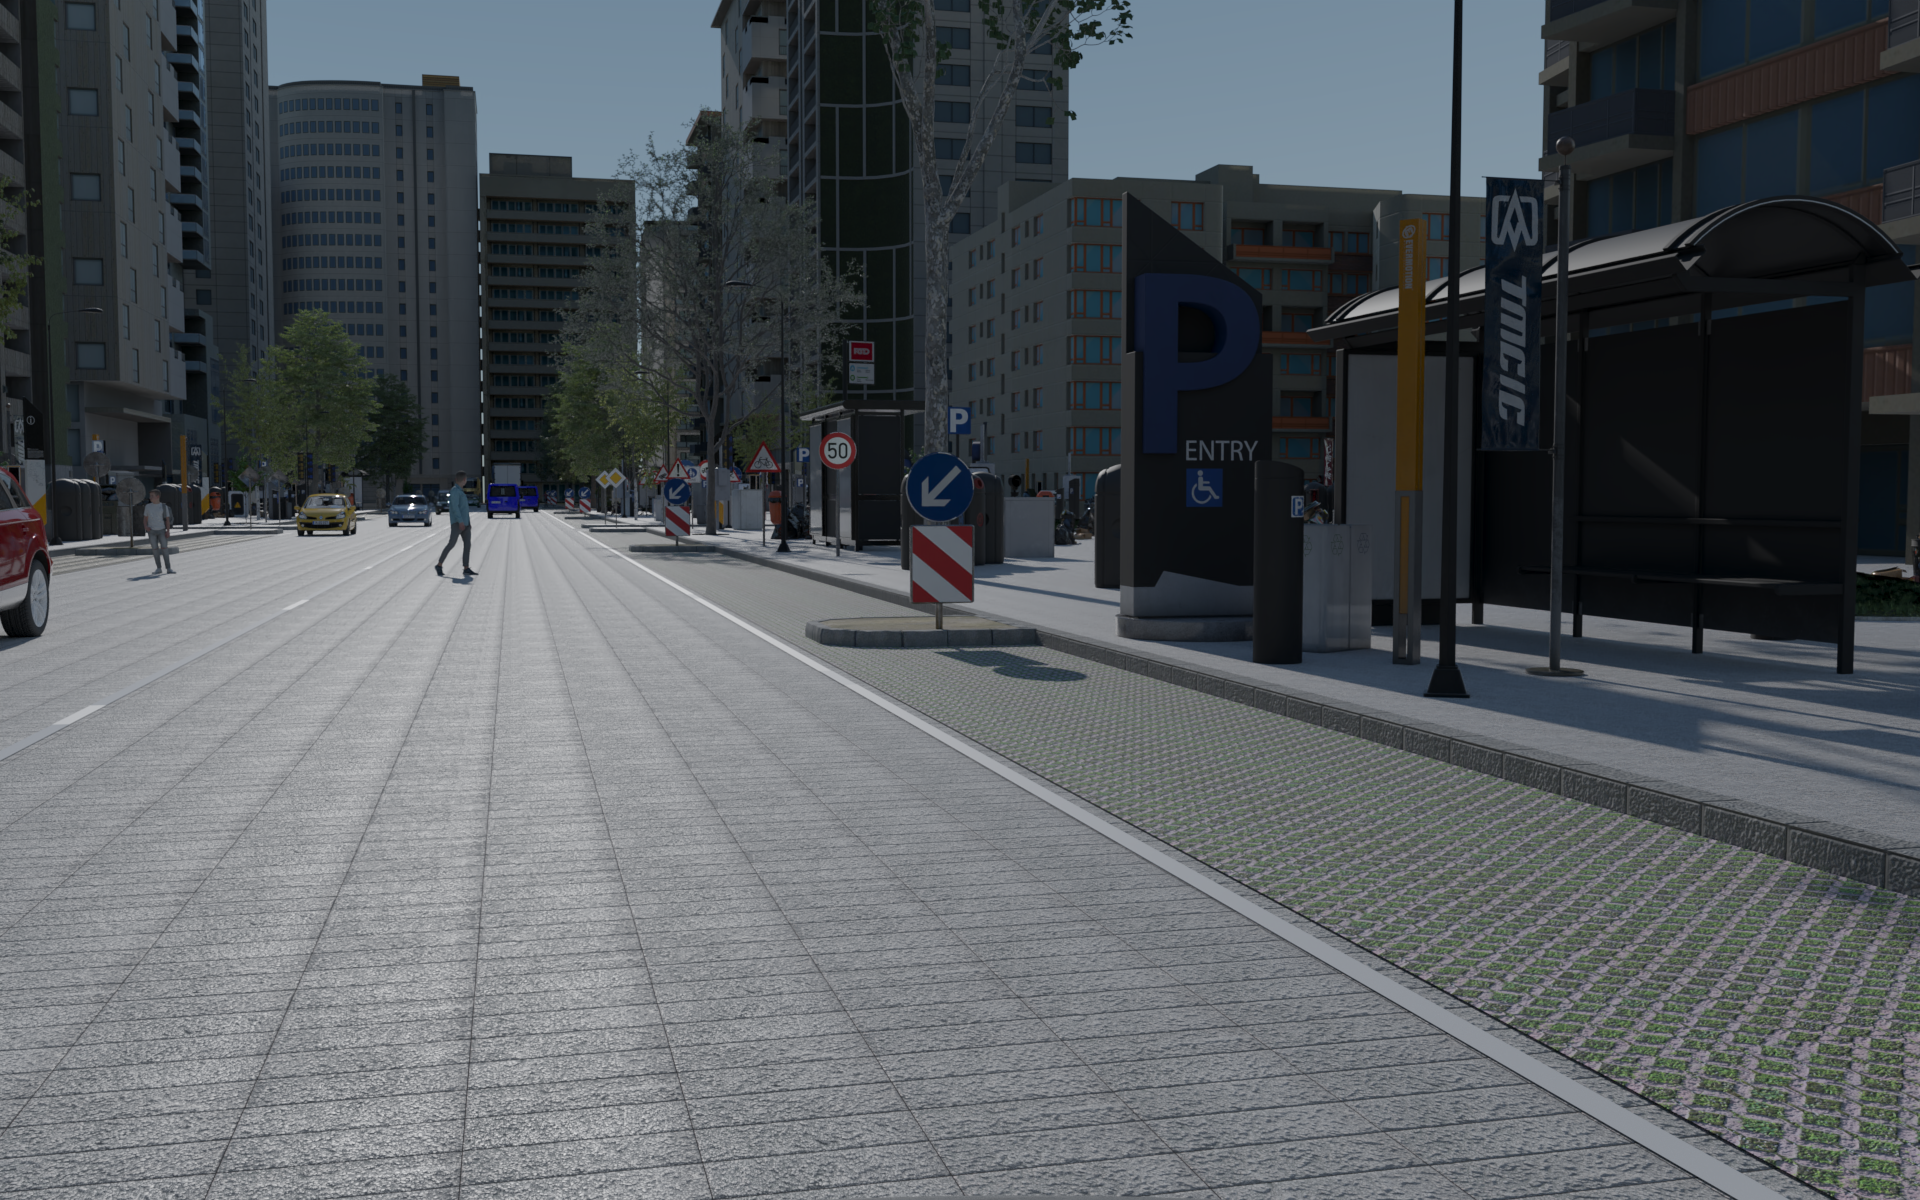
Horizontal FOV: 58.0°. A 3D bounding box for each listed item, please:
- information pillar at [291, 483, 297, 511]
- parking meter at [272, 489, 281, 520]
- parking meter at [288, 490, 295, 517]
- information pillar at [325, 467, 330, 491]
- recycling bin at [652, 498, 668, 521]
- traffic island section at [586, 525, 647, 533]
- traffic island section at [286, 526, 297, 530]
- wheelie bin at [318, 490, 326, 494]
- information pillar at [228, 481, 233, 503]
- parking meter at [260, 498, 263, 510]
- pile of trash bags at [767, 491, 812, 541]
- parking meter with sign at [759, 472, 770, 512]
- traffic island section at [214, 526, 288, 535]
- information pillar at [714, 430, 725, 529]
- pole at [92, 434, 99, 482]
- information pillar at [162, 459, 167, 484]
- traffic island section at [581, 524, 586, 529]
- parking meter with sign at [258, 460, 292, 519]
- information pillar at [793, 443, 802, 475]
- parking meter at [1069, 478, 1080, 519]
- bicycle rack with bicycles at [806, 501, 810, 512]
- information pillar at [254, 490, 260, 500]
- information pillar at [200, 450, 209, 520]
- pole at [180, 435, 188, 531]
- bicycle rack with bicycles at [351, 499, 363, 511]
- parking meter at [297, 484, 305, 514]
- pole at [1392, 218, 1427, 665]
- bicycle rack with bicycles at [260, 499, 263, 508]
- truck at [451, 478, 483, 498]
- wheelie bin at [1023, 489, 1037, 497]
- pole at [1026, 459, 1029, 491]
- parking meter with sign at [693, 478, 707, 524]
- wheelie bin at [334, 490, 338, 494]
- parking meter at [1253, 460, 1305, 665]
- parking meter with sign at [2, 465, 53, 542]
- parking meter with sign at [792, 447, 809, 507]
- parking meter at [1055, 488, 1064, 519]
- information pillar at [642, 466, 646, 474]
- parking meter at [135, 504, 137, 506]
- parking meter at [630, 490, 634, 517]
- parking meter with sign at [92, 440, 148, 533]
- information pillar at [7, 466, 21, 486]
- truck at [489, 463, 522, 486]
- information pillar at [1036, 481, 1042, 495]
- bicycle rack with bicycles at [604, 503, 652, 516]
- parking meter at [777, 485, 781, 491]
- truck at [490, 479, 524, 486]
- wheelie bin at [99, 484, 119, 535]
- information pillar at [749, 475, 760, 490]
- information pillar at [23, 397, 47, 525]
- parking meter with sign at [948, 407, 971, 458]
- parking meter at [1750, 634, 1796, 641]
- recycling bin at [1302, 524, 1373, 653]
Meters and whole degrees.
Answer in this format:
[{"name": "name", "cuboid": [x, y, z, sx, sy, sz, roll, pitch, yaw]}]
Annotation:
[{"name": "information pillar", "cuboid": [-46.032, -7.049, 119.747, 0.304, 2.012, 0.304, -1, 4, -16]}, {"name": "parking meter", "cuboid": [-34.056, -4.763, 86.288, 0.372, 1.533, 0.369, 0, 3, 0]}, {"name": "parking meter", "cuboid": [-37.749, -5.468, 97.819, 0.372, 1.533, 0.369, 0, 3, 0]}, {"name": "information pillar", "cuboid": [-51.397, -9.129, 140.617, 0.504, 3.616, 0.183, 1, 4, 14]}, {"name": "recycling bin", "cuboid": [-14.192, -4.281, 82.545, 0.722, 1.027, 0.722, -1, 4, -18]}, {"name": "traffic island section", "cuboid": [-12.963, -2.640, 65.446, 2.009, 0.180, 2.903, -1, 4, -14]}, {"name": "traffic island section", "cuboid": [-27.493, -2.916, 69.959, 2.009, 0.180, 2.903, -1, 4, -14]}, {"name": "wheelie bin", "cuboid": [-49.986, -7.810, 135.598, 0.980, 1.594, 0.693, 0, 4, 3]}, {"name": "information pillar", "cuboid": [-40.755, -5.641, 96.727, 0.304, 2.012, 0.304, -1, 4, -16]}, {"name": "parking meter", "cuboid": [-55.618, -8.082, 137.846, 0.399, 1.863, 0.255, 1, 4, 10]}, {"name": "pile of trash bags", "cuboid": [-4.530, -2.405, 49.067, 1.912, 1.369, 3.447, 1, 4, 19]}, {"name": "parking meter with sign", "cuboid": [-14.255, -7.995, 126.978, 0.543, 3.016, 1.738, 2, 4, 25]}, {"name": "traffic island section", "cuboid": [-25.496, -2.443, 62.227, 2.009, 0.180, 2.903, -1, 4, -14]}, {"name": "information pillar", "cuboid": [-8.820, -4.374, 62.868, 0.504, 3.616, 0.183, 0, 4, -3]}, {"name": "pole", "cuboid": [-29.485, -3.996, 59.180, 0.158, 3.312, 0.155, 0, 3, 0]}, {"name": "information pillar", "cuboid": [-53.349, -7.633, 116.160, 0.504, 3.616, 0.183, 3, 5, 44]}, {"name": "traffic island section", "cuboid": [-14.960, -3.113, 73.179, 2.009, 0.180, 2.903, -1, 4, -14]}, {"name": "parking meter with sign", "cuboid": [-35.014, -5.651, 88.661, 1.738, 3.016, 0.543, 1, 4, 21]}, {"name": "information pillar", "cuboid": [-7.419, -5.376, 79.247, 0.183, 3.616, 0.504, 3, 4, 36]}, {"name": "parking meter", "cuboid": [4.254, -3.601, 64.591, 0.255, 1.863, 0.399, -2, 4, -33]}, {"name": "bicycle rack with bicycles", "cuboid": [-7.246, -5.012, 95.329, 2.852, 0.926, 2.925, -3, 5, -43]}, {"name": "information pillar", "cuboid": [-54.540, -7.941, 134.332, 0.304, 2.012, 0.304, 0, 4, 3]}, {"name": "information pillar", "cuboid": [-37.614, -5.799, 86.168, 0.504, 3.616, 0.183, 1, 4, 18]}, {"name": "pole", "cuboid": [-27.015, -4.065, 60.308, 0.158, 3.312, 0.155, 0, 3, 0]}, {"name": "bicycle rack with bicycles", "cuboid": [-46.920, -7.240, 131.760, 2.852, 0.926, 2.925, 1, 4, 10]}, {"name": "parking meter", "cuboid": [-36.511, -5.528, 96.087, 0.255, 1.863, 0.399, 3, 4, 38]}, {"name": "pole", "cuboid": [3.371, -1.170, 12.976, 0.158, 3.312, 0.155, 0, 3, 0]}, {"name": "bicycle rack with bicycles", "cuboid": [-47.863, -6.626, 121.713, 2.852, 0.926, 2.925, 0, 4, -3]}, {"name": "truck", "cuboid": [-57.967, -12.737, 204.166, 3.469, 3.379, 9.791, -1, 4, -14]}, {"name": "wheelie bin", "cuboid": [4.002, -5.568, 98.947, 0.693, 1.594, 0.980, 3, 5, 43]}, {"name": "pole", "cuboid": [3.873, -6.480, 99.790, 0.158, 3.312, 0.155, 0, 3, 0]}, {"name": "parking meter with sign", "cuboid": [-10.795, -4.762, 74.114, 0.543, 3.016, 1.738, 1, 4, 11]}, {"name": "wheelie bin", "cuboid": [-43.772, -6.992, 122.233, 0.693, 1.594, 0.980, 2, 4, 34]}, {"name": "parking meter", "cuboid": [2.421, -0.291, 13.162, 0.372, 1.533, 0.369, 0, 3, 0]}, {"name": "parking meter with sign", "cuboid": [-25.083, -3.037, 45.912, 1.738, 3.016, 0.543, -1, 4, -22]}, {"name": "parking meter with sign", "cuboid": [-6.066, -4.245, 65.667, 0.543, 3.016, 1.738, -1, 4, -15]}, {"name": "parking meter", "cuboid": [3.893, -3.626, 67.703, 0.372, 1.533, 0.369, 0, 3, 0]}, {"name": "information pillar", "cuboid": [-26.331, -9.347, 144.183, 0.183, 3.616, 0.504, 2, 4, 27]}, {"name": "parking meter", "cuboid": [-29.368, -3.238, 61.344, 0.372, 1.533, 0.369, 0, 3, 0]}, {"name": "parking meter", "cuboid": [-18.510, -5.482, 98.040, 0.372, 1.533, 0.369, 0, 3, 0]}, {"name": "parking meter with sign", "cuboid": [-27.484, -3.705, 56.845, 0.543, 3.016, 1.738, 2, 4, 27]}, {"name": "information pillar", "cuboid": [-24.688, -2.492, 45.243, 0.304, 2.012, 0.304, -2, 4, -29]}, {"name": "truck", "cuboid": [-42.470, -10.588, 162.030, 2.839, 4.237, 11.283, -1, 4, -16]}, {"name": "information pillar", "cuboid": [4.565, -5.832, 99.849, 0.304, 2.012, 0.304, 0, 4, -8]}, {"name": "bicycle rack with bicycles", "cuboid": [-19.776, -5.533, 103.844, 2.925, 0.926, 2.852, 0, 4, -6]}, {"name": "parking meter", "cuboid": [-11.841, -6.617, 113.903, 0.399, 1.863, 0.255, 2, 4, 32]}, {"name": "truck", "cuboid": [-47.005, -11.218, 179.335, 3.469, 3.379, 9.791, -1, 4, -13]}, {"name": "wheelie bin", "cuboid": [-26.841, -2.851, 54.529, 0.980, 1.594, 0.693, -2, 4, -34]}, {"name": "information pillar", "cuboid": [-7.751, -3.727, 65.421, 0.304, 2.012, 0.304, 1, 4, 19]}, {"name": "information pillar", "cuboid": [-22.382, -3.090, 41.881, 0.183, 3.616, 0.504, 2, 4, 26]}, {"name": "parking meter with sign", "cuboid": [-0.379, -2.397, 35.459, 0.543, 3.016, 1.738, -2, 4, -24]}, {"name": "parking meter", "cuboid": [7.201, -0.421, 15.288, 0.372, 1.533, 0.369, 0, 3, 0]}, {"name": "recycling bin", "cuboid": [2.934, -0.113, 14.399, 0.722, 1.027, 0.722, -3, 5, -43]}]
